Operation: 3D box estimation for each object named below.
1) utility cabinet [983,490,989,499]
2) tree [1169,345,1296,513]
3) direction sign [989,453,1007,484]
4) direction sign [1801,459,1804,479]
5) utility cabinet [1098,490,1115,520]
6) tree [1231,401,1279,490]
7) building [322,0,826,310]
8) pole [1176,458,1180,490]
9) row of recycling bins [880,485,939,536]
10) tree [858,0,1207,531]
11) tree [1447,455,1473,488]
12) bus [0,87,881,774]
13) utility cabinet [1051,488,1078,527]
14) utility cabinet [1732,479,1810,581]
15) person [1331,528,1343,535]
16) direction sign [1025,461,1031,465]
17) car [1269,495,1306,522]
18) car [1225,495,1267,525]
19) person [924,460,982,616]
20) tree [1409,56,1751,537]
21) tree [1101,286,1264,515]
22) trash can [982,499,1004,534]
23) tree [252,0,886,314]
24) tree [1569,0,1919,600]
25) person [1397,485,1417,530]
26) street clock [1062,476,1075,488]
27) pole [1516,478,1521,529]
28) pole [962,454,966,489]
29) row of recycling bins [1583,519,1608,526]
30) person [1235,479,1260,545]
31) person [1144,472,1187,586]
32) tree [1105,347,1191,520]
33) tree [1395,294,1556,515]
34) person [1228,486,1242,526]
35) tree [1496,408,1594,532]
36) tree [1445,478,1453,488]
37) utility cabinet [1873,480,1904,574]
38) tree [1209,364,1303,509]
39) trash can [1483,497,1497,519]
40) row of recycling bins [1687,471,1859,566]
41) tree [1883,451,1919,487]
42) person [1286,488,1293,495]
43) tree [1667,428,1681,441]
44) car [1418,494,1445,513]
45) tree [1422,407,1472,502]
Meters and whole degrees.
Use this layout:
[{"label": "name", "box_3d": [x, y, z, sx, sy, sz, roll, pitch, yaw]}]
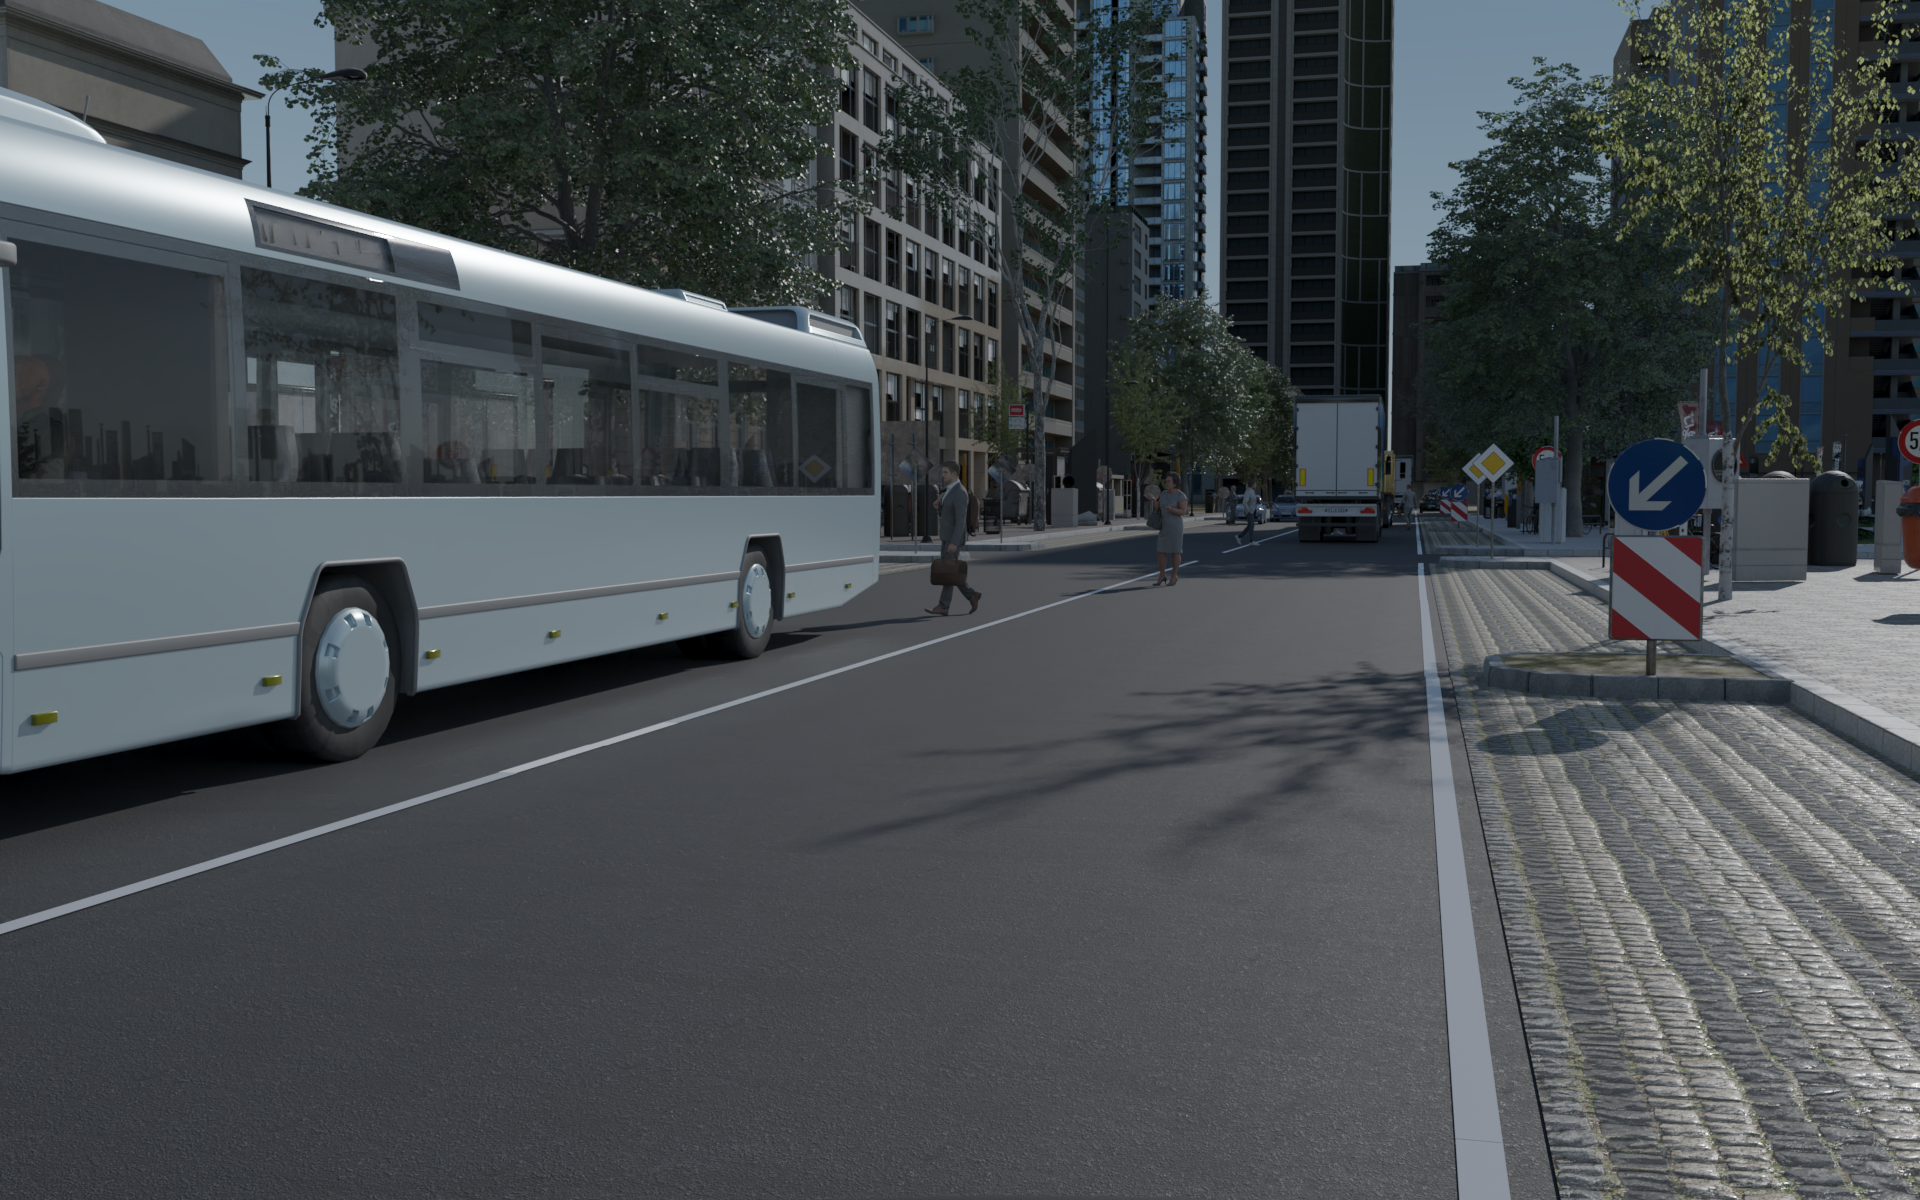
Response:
[{"label": "utility cabinet", "box_3d": [1.980, -5.971, 106.311, 1.173, 1.500, 0.318, 0, 4, -2]}, {"label": "tree", "box_3d": [17.756, -11.764, 118.098, 9.928, 11.665, 9.643, 0, 3, 0]}, {"label": "direction sign", "box_3d": [2.173, -6.305, 95.089, 0.876, 3.537, 0.379, -1, 4, -16]}, {"label": "direction sign", "box_3d": [48.175, -6.552, 99.121, 0.379, 3.537, 0.876, 1, 4, 21]}, {"label": "utility cabinet", "box_3d": [6.949, -4.636, 84.477, 1.173, 1.500, 0.318, 1, 4, 16]}, {"label": "tree", "box_3d": [22.570, -11.294, 135.026, 4.737, 8.622, 4.395, 0, 3, 0]}, {"label": "building", "box_3d": [-15.052, -17.574, 73.235, 13.634, 28.700, 20.117, 1, 4, 15]}, {"label": "pole", "box_3d": [12.405, -6.410, 98.649, 0.158, 3.312, 0.155, 0, 3, 0]}, {"label": "row of recycling bins", "box_3d": [-2.355, -2.795, 52.811, 3.534, 1.692, 1.069, -1, 4, -17]}, {"label": "tree", "box_3d": [1.350, -12.433, 59.168, 12.611, 20.169, 13.585, 0, 3, 0]}, {"label": "tree", "box_3d": [46.068, -12.768, 159.123, 4.737, 8.622, 4.395, 0, 3, 0]}, {"label": "bus", "box_3d": [-3.719, -1.062, 12.222, 2.948, 3.499, 13.247, 1, 4, 14]}, {"label": "utility cabinet", "box_3d": [4.017, -3.530, 66.387, 0.318, 1.500, 1.173, -3, 5, -41]}, {"label": "utility cabinet", "box_3d": [11.757, -1.015, 25.279, 1.173, 1.500, 0.318, -1, 4, -12]}, {"label": "person", "box_3d": [13.304, -3.239, 61.437, 0.573, 1.828, 0.580, 2, 4, 35]}, {"label": "direction sign", "box_3d": [4.836, -7.767, 118.990, 0.876, 3.537, 0.379, 3, 5, 41]}, {"label": "car", "box_3d": [17.213, -4.796, 90.412, 2.014, 1.417, 4.499, 1, 4, 16]}, {"label": "car", "box_3d": [13.757, -4.349, 83.111, 2.014, 1.417, 4.499, 1, 4, 13]}, {"label": "person", "box_3d": [-0.050, -0.732, 20.436, 0.822, 1.834, 0.622, -2, 4, -25]}, {"label": "tree", "box_3d": [18.391, -8.848, 51.328, 9.857, 13.997, 8.962, 0, 3, 0]}, {"label": "tree", "box_3d": [13.595, -12.171, 105.649, 9.857, 13.997, 8.962, 0, 3, 0]}, {"label": "trash can", "box_3d": [1.050, -2.669, 55.287, 0.748, 1.137, 0.748, 0, 3, 0]}, {"label": "tree", "box_3d": [-6.088, -7.455, 28.547, 9.857, 13.997, 8.962, 0, 3, 0]}, {"label": "tree", "box_3d": [9.496, -4.300, 20.667, 4.360, 8.622, 3.978, 0, 3, 0]}, {"label": "person", "box_3d": [17.978, -3.725, 69.519, 0.709, 1.813, 0.853, -1, 4, -21]}, {"label": "street clock", "box_3d": [4.279, -3.900, 68.330, 0.471, 2.002, 0.358, 0, 4, -8]}, {"label": "pole", "box_3d": [20.576, -4.275, 63.734, 0.158, 3.312, 0.155, 0, 3, 0]}, {"label": "pole", "box_3d": [0.222, -5.717, 87.317, 0.158, 3.312, 0.155, 0, 3, 0]}, {"label": "row of recycling bins", "box_3d": [25.516, -3.928, 71.341, 1.069, 1.692, 3.534, -3, 4, -36]}, {"label": "person", "box_3d": [8.051, -2.456, 48.509, 0.795, 1.843, 0.661, 2, 4, 29]}, {"label": "person", "box_3d": [3.175, -1.115, 27.087, 0.716, 1.782, 0.532, 3, 5, 44]}, {"label": "tree", "box_3d": [9.009, -8.291, 85.927, 4.737, 8.622, 4.395, 0, 3, 0]}, {"label": "tree", "box_3d": [31.523, -11.879, 104.597, 12.009, 13.543, 11.850, 0, 3, 0]}, {"label": "person", "box_3d": [12.438, -4.264, 78.397, 0.590, 1.801, 0.661, 0, 4, -2]}, {"label": "tree", "box_3d": [19.723, -4.584, 58.667, 4.285, 4.588, 4.351, 0, 3, 0]}, {"label": "tree", "box_3d": [52.806, -11.678, 185.542, 1.663, 3.219, 1.824, 0, 3, 0]}, {"label": "utility cabinet", "box_3d": [15.025, -1.182, 28.007, 0.318, 1.500, 1.173, 1, 4, 23]}, {"label": "tree", "box_3d": [26.440, -14.274, 150.387, 9.611, 12.733, 9.660, 0, 3, 0]}, {"label": "trash can", "box_3d": [27.257, -4.740, 89.155, 0.748, 1.137, 0.748, 0, 3, 0]}, {"label": "row of recycling bins", "box_3d": [14.390, -1.498, 31.599, 3.534, 1.692, 1.069, 1, 4, 20]}, {"label": "tree", "box_3d": [43.557, -5.762, 77.919, 4.285, 4.588, 4.351, 0, 3, 0]}, {"label": "person", "box_3d": [21.658, -6.479, 114.214, 0.659, 1.850, 0.755, 0, 4, -6]}, {"label": "tree", "box_3d": [34.917, -6.208, 85.212, 4.285, 4.588, 4.351, 0, 3, 0]}, {"label": "car", "box_3d": [35.512, -7.382, 130.489, 2.009, 1.686, 4.222, 1, 4, 15]}, {"label": "tree", "box_3d": [51.172, -15.882, 177.789, 7.486, 12.596, 7.792, 0, 3, 0]}]
